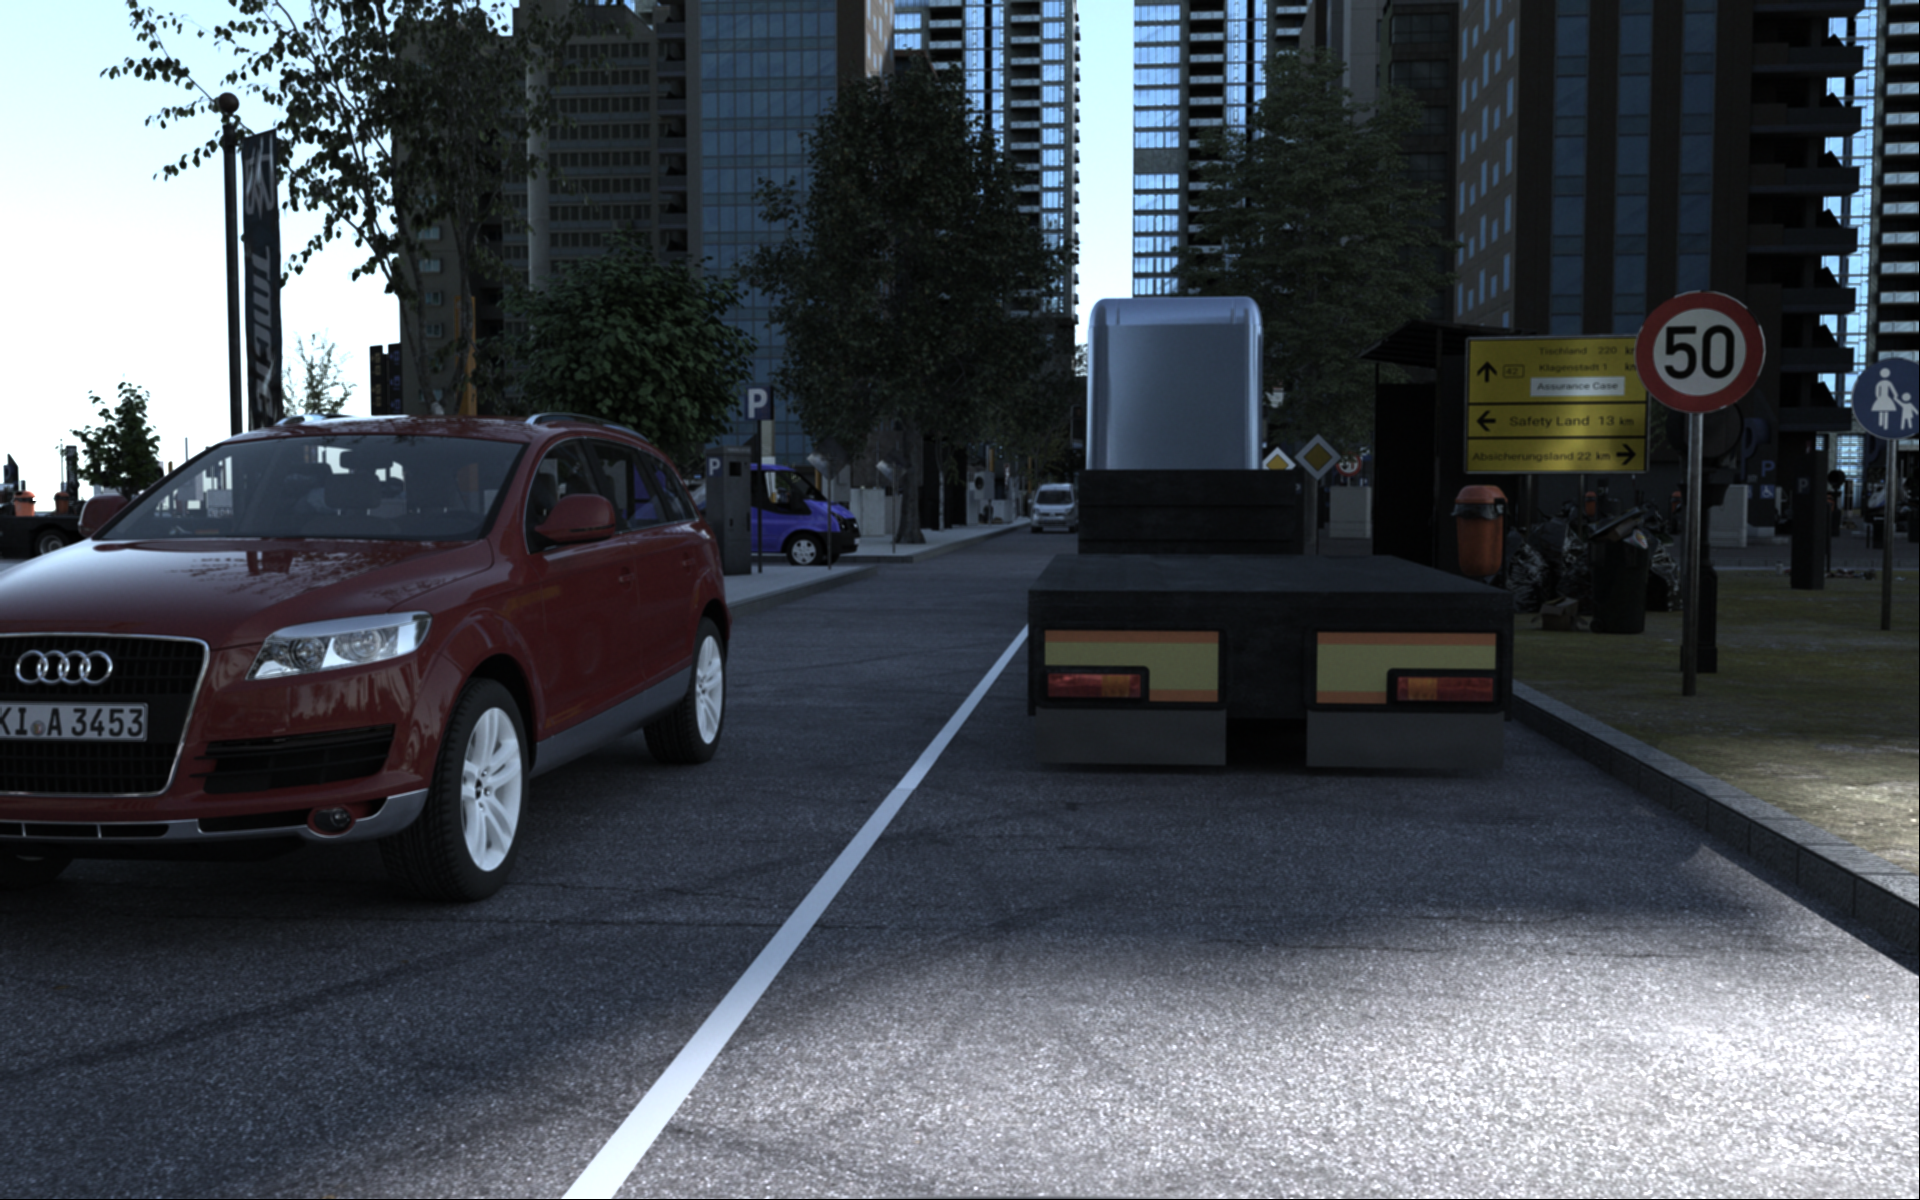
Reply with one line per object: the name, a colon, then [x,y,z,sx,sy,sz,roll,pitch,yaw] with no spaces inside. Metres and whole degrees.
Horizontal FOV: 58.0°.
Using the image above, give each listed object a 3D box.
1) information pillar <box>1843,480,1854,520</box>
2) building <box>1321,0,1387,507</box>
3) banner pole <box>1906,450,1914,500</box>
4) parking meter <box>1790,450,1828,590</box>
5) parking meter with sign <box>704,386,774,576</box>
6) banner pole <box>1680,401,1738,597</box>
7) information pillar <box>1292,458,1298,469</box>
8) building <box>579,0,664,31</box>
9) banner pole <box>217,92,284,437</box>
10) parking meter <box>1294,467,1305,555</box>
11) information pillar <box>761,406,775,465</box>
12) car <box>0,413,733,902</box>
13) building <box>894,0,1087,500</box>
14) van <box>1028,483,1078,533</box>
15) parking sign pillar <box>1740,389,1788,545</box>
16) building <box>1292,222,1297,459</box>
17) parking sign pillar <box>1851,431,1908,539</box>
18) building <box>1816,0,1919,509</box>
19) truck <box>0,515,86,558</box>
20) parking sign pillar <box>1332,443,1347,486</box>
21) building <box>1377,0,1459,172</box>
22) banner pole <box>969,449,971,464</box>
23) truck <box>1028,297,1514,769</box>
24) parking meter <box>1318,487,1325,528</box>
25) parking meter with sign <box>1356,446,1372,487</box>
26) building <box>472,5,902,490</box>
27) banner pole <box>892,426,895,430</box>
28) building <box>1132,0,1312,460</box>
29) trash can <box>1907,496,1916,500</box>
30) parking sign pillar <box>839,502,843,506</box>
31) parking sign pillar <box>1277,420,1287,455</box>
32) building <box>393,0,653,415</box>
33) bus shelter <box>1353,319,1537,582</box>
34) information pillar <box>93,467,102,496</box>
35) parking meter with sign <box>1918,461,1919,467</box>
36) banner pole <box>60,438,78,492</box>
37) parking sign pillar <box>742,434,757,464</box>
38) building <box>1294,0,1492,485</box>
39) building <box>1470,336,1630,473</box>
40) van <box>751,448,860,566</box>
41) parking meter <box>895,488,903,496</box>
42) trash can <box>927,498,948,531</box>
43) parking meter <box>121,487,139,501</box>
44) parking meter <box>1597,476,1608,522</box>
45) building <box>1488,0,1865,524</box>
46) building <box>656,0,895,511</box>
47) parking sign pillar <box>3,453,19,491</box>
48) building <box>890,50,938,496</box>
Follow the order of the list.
information pillar: [44.863,-5.074,87.448,0.304,2.012,0.304,-1,4,-15]
building: [38.206,-35.970,130.109,21.231,58.520,28.212,0,4,6]
banner pole: [53.587,-6.589,97.742,0.401,3.779,0.863,0,3,0]
parking meter: [11.439,-1.078,23.344,0.255,1.863,0.399,-1,4,-20]
parking meter with sign: [-3.695,-1.906,27.423,0.543,3.016,1.738,2,4,32]
banner pole: [9.295,-1.933,21.615,0.863,3.779,0.401,0,4,-1]
information pillar: [19.950,-6.865,103.599,0.504,3.616,0.183,2,4,27]
building: [-43.347,-55.604,221.795,31.000,86.520,22.319,0,4,6]
banner pole: [-4.390,-1.268,10.750,0.863,3.779,0.401,3,5,42]
parking meter: [6.989,-1.862,36.162,0.399,1.863,0.255,0,4,6]
information pillar: [-4.260,-2.881,38.453,0.183,3.616,0.504,-2,4,-35]
car: [-2.478,0.050,7.857,2.281,1.827,5.304,0,4,6]
building: [1.966,-55.333,217.372,31.000,86.520,22.319,0,4,6]
van: [3.573,-3.526,64.655,2.013,2.044,4.112,0,4,7]
parking sign pillar: [20.254,-3.391,43.911,1.447,3.967,1.447,0,4,6]
building: [39.017,-24.157,166.675,14.160,30.474,14.107,0,4,6]
parking sign pillar: [26.469,-3.748,49.759,1.447,3.967,1.447,0,4,8]
building: [79.616,-51.623,156.703,31.000,86.520,22.319,0,4,6]
truck: [-23.987,-2.790,35.368,18.799,4.110,2.967,0,4,5]
parking sign pillar: [19.548,-6.150,89.032,1.447,3.967,1.447,0,4,-5]
building: [31.496,-20.223,102.351,14.160,30.474,14.107,0,4,6]
banner pole: [0.560,-6.386,94.421,0.401,3.779,0.863,0,4,3]
truck: [2.405,-1.724,17.954,2.967,4.110,18.799,0,4,5]
parking meter: [13.441,-3.447,64.775,0.372,1.533,0.369,0,3,0]
parking meter with sign: [14.769,-4.098,63.262,0.543,3.016,1.738,1,4,15]
building: [-20.034,-27.514,141.733,32.217,40.220,23.993,0,4,6]
banner pole: [-2.628,-4.522,63.945,0.863,3.779,0.401,-3,4,-38]
building: [33.075,-55.111,213.734,31.000,86.520,22.319,0,4,6]
trash can: [58.595,-5.812,106.676,0.748,1.137,0.748,0,3,0]
parking sign pillar: [-6.709,-6.331,91.979,1.447,3.967,1.447,2,4,27]
parking sign pillar: [11.402,-4.577,63.302,1.447,3.967,1.447,-1,4,-22]
building: [-40.990,-33.467,170.891,21.600,48.544,21.300,0,4,6]
bus shelter: [7.191,-2.137,26.231,1.731,3.624,6.357,0,4,6]
information pillar: [-52.842,-7.016,106.072,0.504,3.616,0.183,-1,4,-14]
parking meter with sign: [50.314,-5.755,90.355,0.543,3.016,1.738,2,4,27]
banner pole: [-40.189,-5.385,78.055,0.863,3.779,0.401,-2,4,-25]
parking sign pillar: [-9.677,-5.505,78.475,1.447,3.967,1.447,2,4,29]
building: [37.251,-30.709,152.200,14.600,45.320,14.200,0,4,6]
building: [63.792,-36.308,213.251,30.456,49.044,23.786,0,4,6]
van: [-4.572,-1.799,33.791,5.245,2.365,2.240,0,4,7]
parking meter: [-2.712,-4.216,77.342,0.372,1.533,0.369,0,3,0]
trash can: [-0.778,-3.015,60.945,0.748,1.137,0.748,0,3,0]
parking meter: [-18.812,-1.888,39.283,0.372,1.533,0.369,0,3,0]
parking meter: [21.022,-3.117,56.674,0.255,1.863,0.399,3,4,37]
building: [31.300,-26.274,79.696,14.600,45.320,14.200,0,4,6]
building: [-12.378,-28.838,121.615,14.600,45.320,14.200,0,4,6]
parking sign pillar: [-62.389,-7.672,113.915,1.447,3.967,1.447,3,4,38]
building: [-15.184,-31.398,167.989,28.867,44.769,22.147,0,4,6]
